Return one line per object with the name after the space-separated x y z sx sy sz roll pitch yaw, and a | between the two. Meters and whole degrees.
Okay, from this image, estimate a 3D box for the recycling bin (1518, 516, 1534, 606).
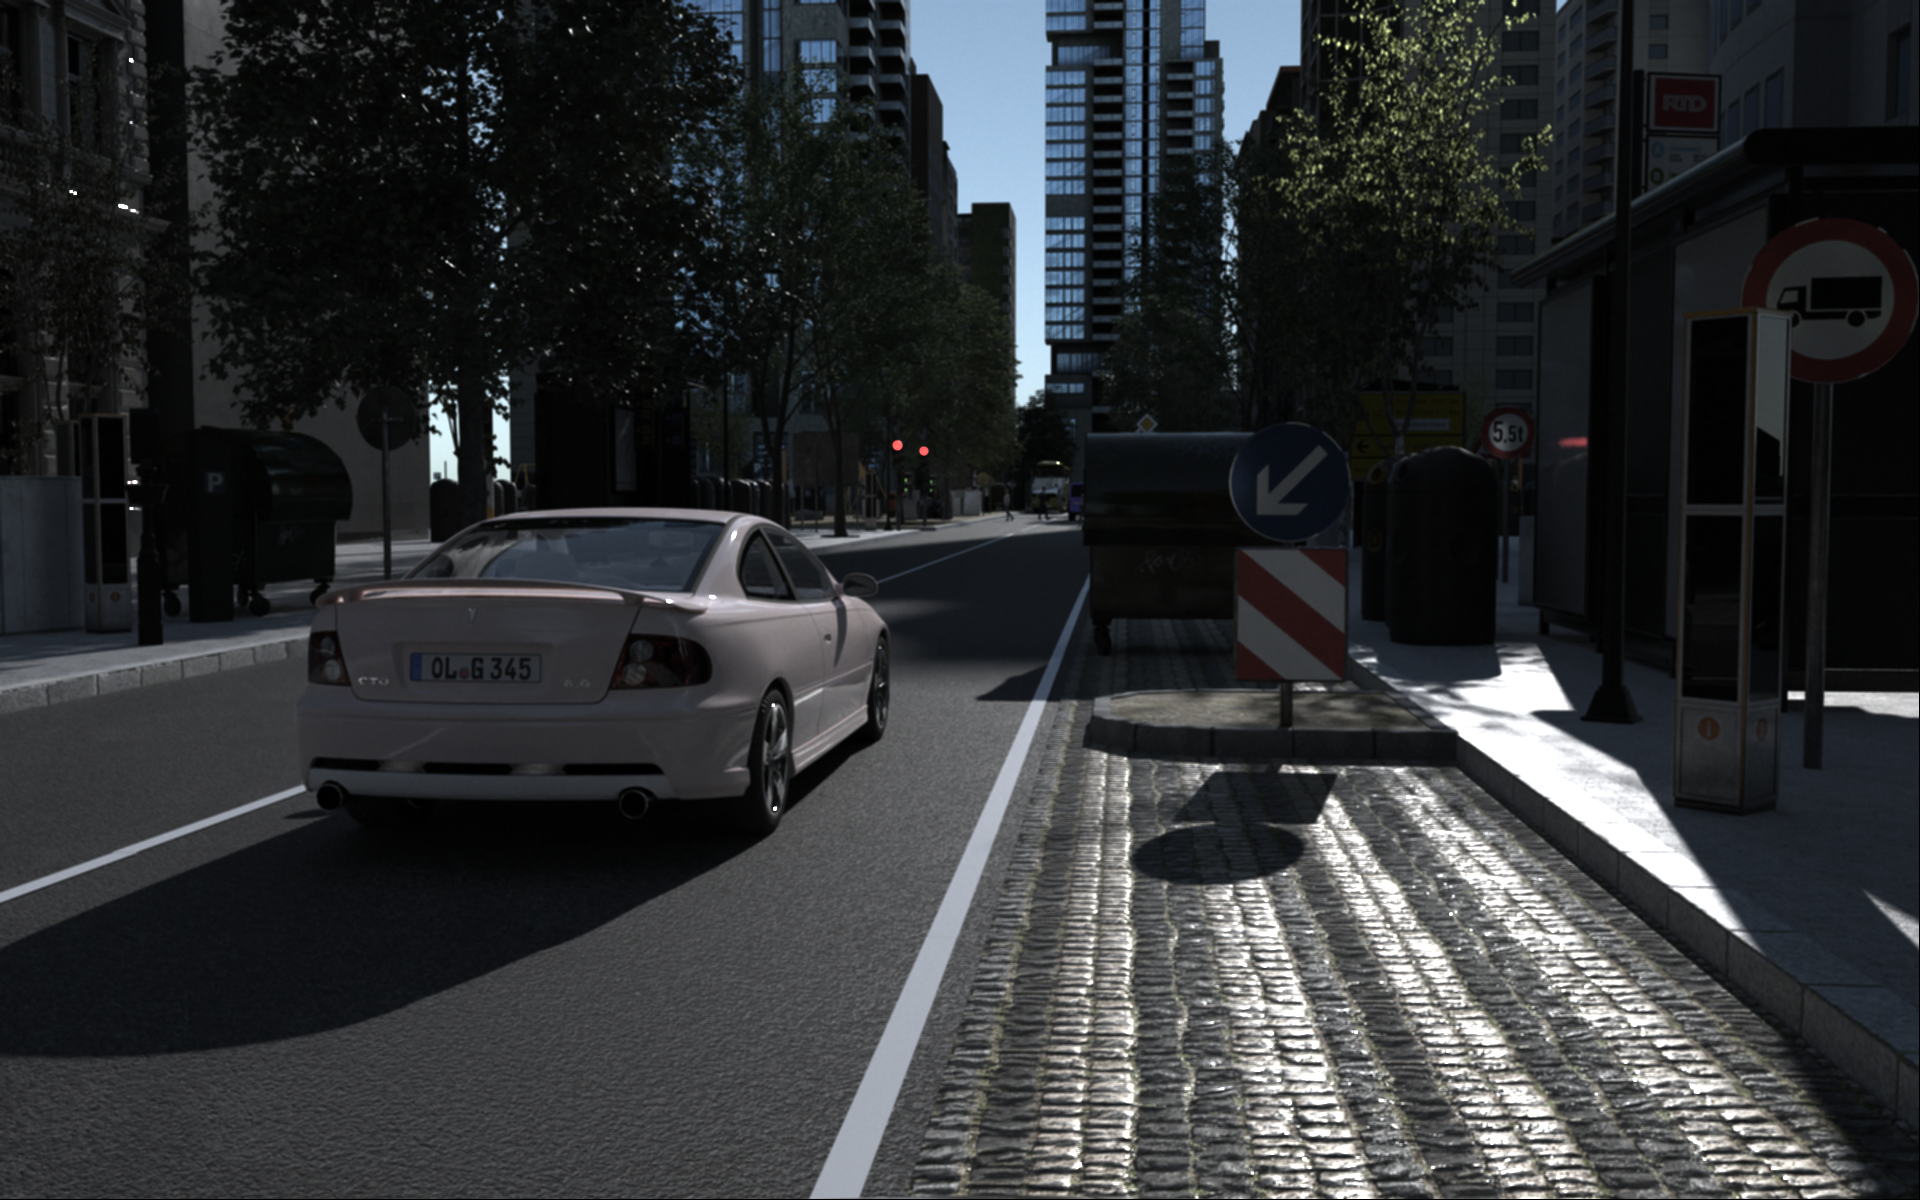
6.918 -0.448 19.877 0.722 1.027 0.722 -2 4 -33 | recycling bin

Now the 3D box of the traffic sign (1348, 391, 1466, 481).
8.844 -2.475 34.345 2.265 3.308 0.079 0 4 6 | traffic sign

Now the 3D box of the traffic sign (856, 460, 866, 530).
-3.623 -3.736 61.080 0.884 2.594 0.081 0 4 6 | traffic sign

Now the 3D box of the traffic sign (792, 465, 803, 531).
-5.531 -3.705 60.677 0.768 2.556 0.104 1 4 15 | traffic sign

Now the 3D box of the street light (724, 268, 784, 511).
-4.310 -3.867 35.768 1.470 5.913 1.316 0 4 5 | street light

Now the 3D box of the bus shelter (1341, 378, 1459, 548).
9.532 -2.854 37.952 1.731 3.624 6.357 0 4 6 | bus shelter

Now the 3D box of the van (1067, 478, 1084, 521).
6.989 -5.570 95.448 2.240 2.365 5.245 0 4 6 | van

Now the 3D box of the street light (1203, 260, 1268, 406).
5.509 -3.782 34.377 1.470 5.913 1.316 0 4 5 | street light

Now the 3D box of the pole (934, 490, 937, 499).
-1.592 -7.236 112.146 0.158 3.312 0.155 0 3 0 | pole

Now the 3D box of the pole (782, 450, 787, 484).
-8.103 -5.272 80.039 0.158 3.312 0.155 0 3 0 | pole

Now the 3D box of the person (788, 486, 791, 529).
-6.603 -3.457 65.205 0.511 1.800 0.466 3 4 36 | person

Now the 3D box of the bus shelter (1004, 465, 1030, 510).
4.648 -9.150 140.879 1.731 3.624 6.357 0 4 5 | bus shelter

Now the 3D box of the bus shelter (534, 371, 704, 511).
-6.573 -2.629 34.274 1.731 3.624 6.357 0 4 6 | bus shelter

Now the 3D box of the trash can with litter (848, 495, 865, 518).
-5.181 -4.965 92.240 1.678 1.210 2.233 -1 4 -18 | trash can with litter

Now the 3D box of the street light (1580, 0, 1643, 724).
3.164 -2.274 9.714 1.470 5.913 1.316 0 4 5 | street light

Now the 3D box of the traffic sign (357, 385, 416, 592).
-6.731 -1.236 20.316 0.768 2.556 0.104 1 4 13 | traffic sign

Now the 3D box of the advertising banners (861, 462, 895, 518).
-4.481 -6.024 94.679 2.074 3.025 0.090 0 4 4 | advertising banners

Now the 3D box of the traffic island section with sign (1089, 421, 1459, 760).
1.776 -0.101 10.288 1.989 1.847 2.006 0 4 5 | traffic island section with sign

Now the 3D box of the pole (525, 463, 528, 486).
-28.612 -7.373 114.398 0.158 3.312 0.155 0 3 0 | pole

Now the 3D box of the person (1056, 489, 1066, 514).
7.298 -7.103 124.990 0.716 1.782 0.532 0 4 8 | person

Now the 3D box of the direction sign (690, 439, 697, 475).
-11.179 -4.808 70.608 0.876 3.537 0.379 -1 4 -11 | direction sign

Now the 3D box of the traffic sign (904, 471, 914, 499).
-2.852 -5.726 93.733 0.768 2.556 0.104 1 4 11 | traffic sign

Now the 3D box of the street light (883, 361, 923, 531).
-1.979 -5.385 60.586 1.470 5.913 1.316 0 4 5 | street light

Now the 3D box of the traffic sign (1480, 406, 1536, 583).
7.907 -1.526 25.048 0.768 2.556 0.104 1 4 12 | traffic sign

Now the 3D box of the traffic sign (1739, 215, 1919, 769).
3.994 -0.485 8.037 0.768 2.556 0.104 1 4 12 | traffic sign

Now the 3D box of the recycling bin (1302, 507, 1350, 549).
7.026 -1.269 33.294 0.722 1.027 0.722 -1 4 -9 | recycling bin

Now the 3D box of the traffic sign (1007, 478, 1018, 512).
3.791 -7.589 125.270 0.795 2.450 0.064 1 4 11 | traffic sign

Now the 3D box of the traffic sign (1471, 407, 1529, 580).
8.049 -1.586 25.939 0.884 2.594 0.081 0 4 8 | traffic sign

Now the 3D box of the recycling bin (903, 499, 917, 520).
-2.524 -4.409 84.638 0.722 1.027 0.722 -1 4 -10 | recycling bin

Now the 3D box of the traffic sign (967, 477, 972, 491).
0.638 -8.121 132.885 0.768 2.556 0.104 1 4 11 | traffic sign

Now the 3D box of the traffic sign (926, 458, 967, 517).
-0.765 -6.273 96.441 2.265 3.308 0.079 0 4 8 | traffic sign

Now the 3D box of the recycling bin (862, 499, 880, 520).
-4.497 -4.577 87.385 0.722 1.027 0.722 -1 4 -22 | recycling bin

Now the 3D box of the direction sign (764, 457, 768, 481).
-11.846 -6.959 105.774 0.379 3.537 0.876 1 4 8 | direction sign

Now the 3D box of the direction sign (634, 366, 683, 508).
-5.332 -2.366 30.673 0.876 3.537 0.379 0 4 3 | direction sign

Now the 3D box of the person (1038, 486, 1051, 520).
4.636 -5.321 95.269 0.755 1.850 0.659 3 4 37 | person

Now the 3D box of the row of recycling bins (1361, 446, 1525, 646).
4.401 -0.560 16.273 1.069 1.692 3.534 1 4 8 | row of recycling bins

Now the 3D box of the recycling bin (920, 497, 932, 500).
-2.557 -7.244 130.998 0.722 1.027 0.722 1 4 17 | recycling bin

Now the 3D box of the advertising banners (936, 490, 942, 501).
-0.863 -8.277 131.515 2.074 3.025 0.090 1 4 15 | advertising banners

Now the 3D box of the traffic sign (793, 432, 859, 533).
-4.456 -3.886 57.410 2.265 3.308 0.079 1 4 13 | traffic sign

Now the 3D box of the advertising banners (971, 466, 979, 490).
0.215 -6.920 109.336 2.074 3.025 0.090 1 4 13 | advertising banners

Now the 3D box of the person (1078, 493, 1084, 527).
5.416 -4.049 75.299 0.593 1.750 0.643 -2 4 -26 | person

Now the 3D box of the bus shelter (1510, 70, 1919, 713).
5.961 -2.236 14.189 2.179 5.291 8.768 0 4 5 | bus shelter

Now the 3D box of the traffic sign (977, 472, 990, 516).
1.354 -6.186 101.250 0.768 2.556 0.104 1 4 10 | traffic sign

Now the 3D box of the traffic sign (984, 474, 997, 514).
1.916 -6.714 109.785 0.884 2.594 0.081 0 4 7 | traffic sign

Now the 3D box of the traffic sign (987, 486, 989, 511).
2.153 -7.942 129.852 0.884 2.594 0.081 1 4 10 | traffic sign

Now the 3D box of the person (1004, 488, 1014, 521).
2.593 -5.059 91.886 0.598 1.740 0.731 -1 4 -17 | person

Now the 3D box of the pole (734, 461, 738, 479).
-13.796 -6.906 106.763 0.158 3.312 0.155 0 3 0 | pole

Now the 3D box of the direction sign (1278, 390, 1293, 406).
7.102 -2.807 37.886 0.379 3.537 0.876 2 4 30 | direction sign
